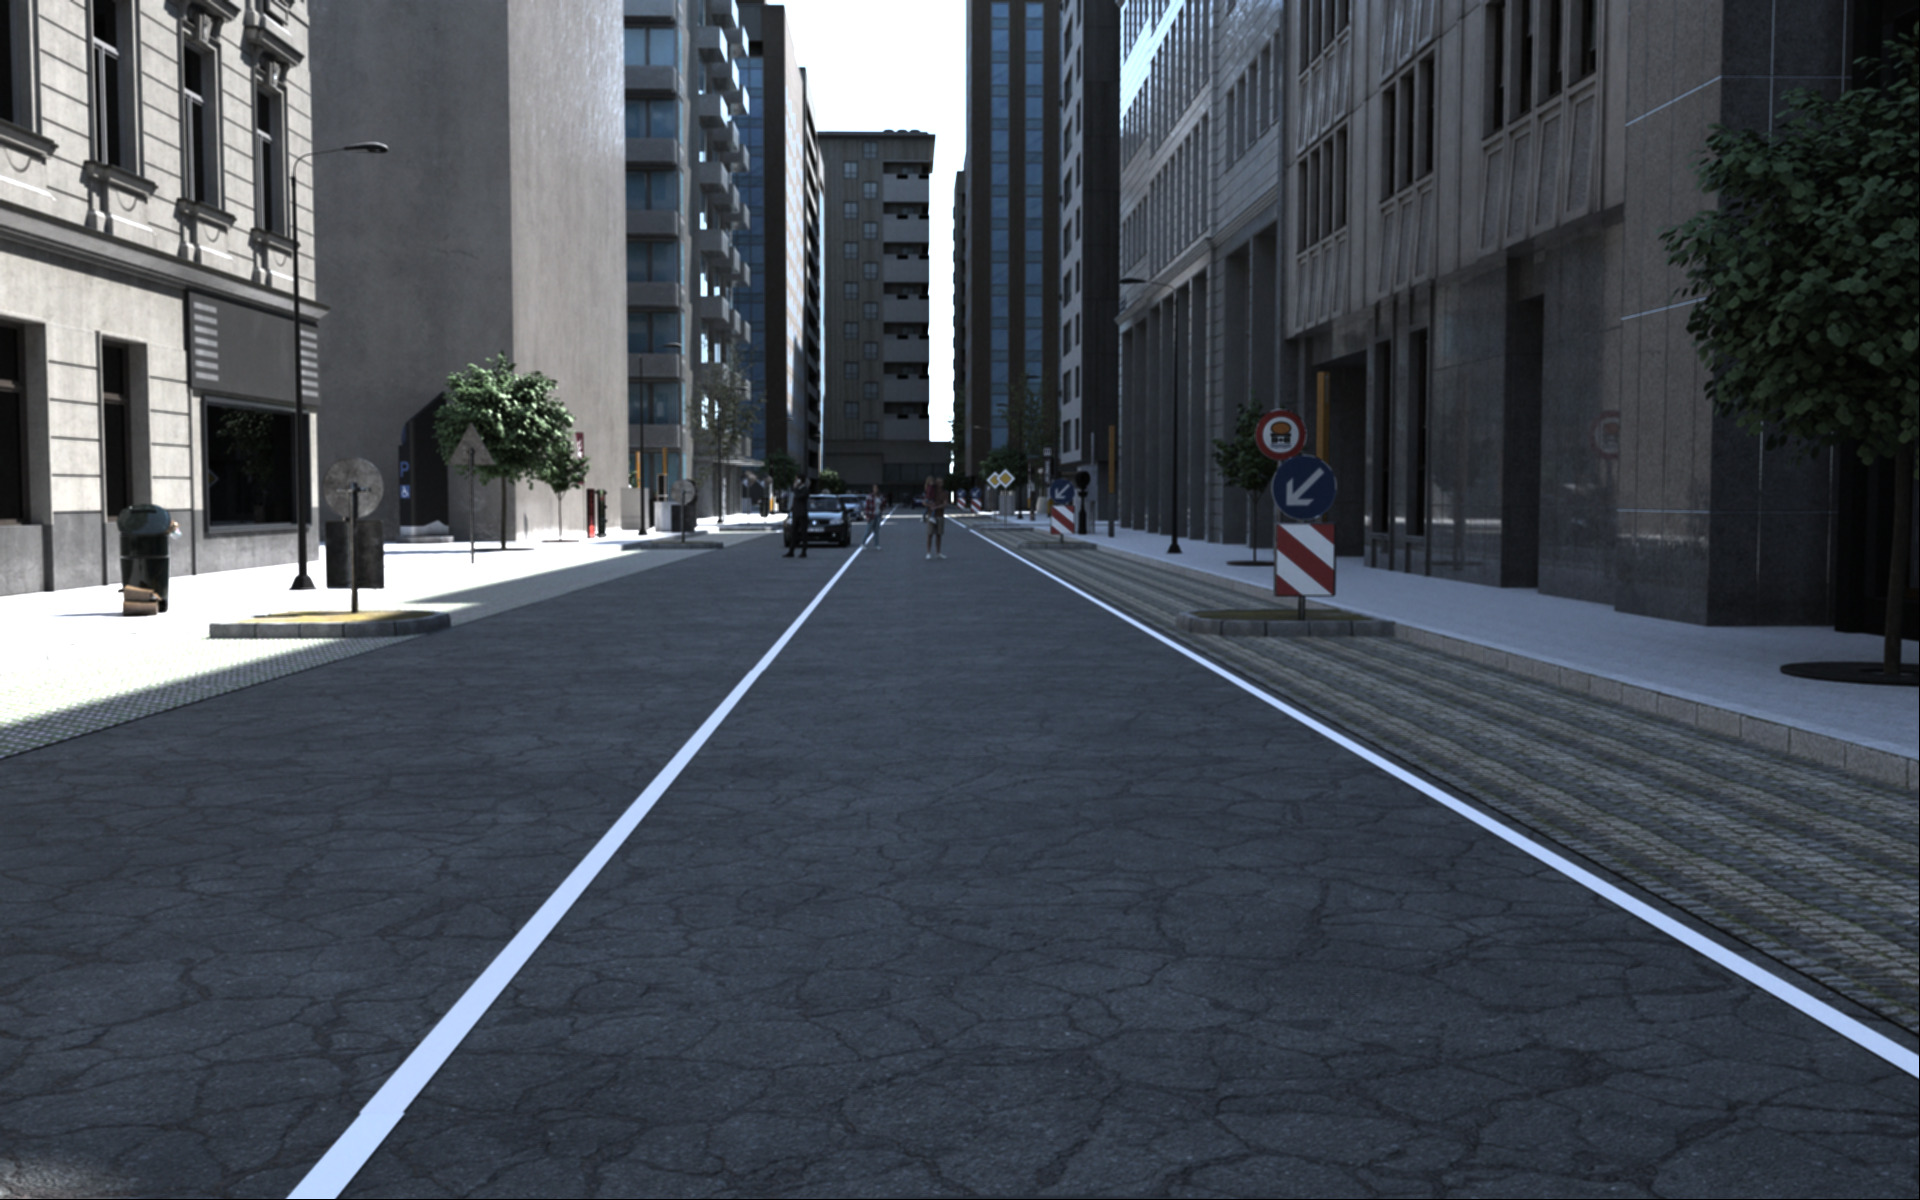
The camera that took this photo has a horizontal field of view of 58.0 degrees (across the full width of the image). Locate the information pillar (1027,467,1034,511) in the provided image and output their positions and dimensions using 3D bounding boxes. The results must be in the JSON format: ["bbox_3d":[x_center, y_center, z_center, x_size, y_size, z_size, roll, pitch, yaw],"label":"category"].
[{"bbox_3d":[5.339,-8.525,130.738,0.504,3.616,0.183,-1,4,-13],"label":"information pillar"}]

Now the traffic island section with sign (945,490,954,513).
[{"bbox_3d":[-0.036,-7.309,128.129,1.989,1.847,2.006,0,4,-2],"label":"traffic island section with sign"}]

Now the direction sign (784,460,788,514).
[{"bbox_3d":[-11.551,-7.472,114.170,0.379,3.537,0.876,0,4,3],"label":"direction sign"}]

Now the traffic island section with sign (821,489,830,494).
[{"bbox_3d":[-9.782,-7.250,127.169,1.989,1.847,2.006,0,4,-2],"label":"traffic island section with sign"}]

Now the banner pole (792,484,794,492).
[{"bbox_3d":[-14.269,-9.694,148.512,0.401,3.779,0.863,-2,4,-29],"label":"banner pole"}]

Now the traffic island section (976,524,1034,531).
[{"bbox_3d":[1.805,-2.793,67.947,2.009,0.180,2.903,0,4,-2],"label":"traffic island section"}]

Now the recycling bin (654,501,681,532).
[{"bbox_3d":[-9.895,-2.819,58.646,0.722,1.027,0.722,-2,4,-29],"label":"recycling bin"}]

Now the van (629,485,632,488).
[{"bbox_3d":[-15.345,-3.905,70.857,4.112,2.044,2.013,0,4,-3],"label":"van"}]

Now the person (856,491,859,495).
[{"bbox_3d":[-9.435,-9.267,160.739,0.721,1.735,1.217,2,4,30],"label":"person"}]

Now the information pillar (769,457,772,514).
[{"bbox_3d":[-12.041,-7.291,110.567,0.183,3.616,0.504,1,4,12],"label":"information pillar"}]

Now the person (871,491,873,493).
[{"bbox_3d":[-11.582,-13.370,227.089,0.705,1.826,1.348,0,4,-1],"label":"person"}]

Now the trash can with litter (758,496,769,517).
[{"bbox_3d":[-10.870,-5.155,95.667,0.624,1.170,1.055,0,4,-6],"label":"trash can with litter"}]

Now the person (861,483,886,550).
[{"bbox_3d":[-2.228,-2.162,44.680,0.563,1.720,0.643,-3,5,-41],"label":"person"}]

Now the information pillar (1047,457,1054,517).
[{"bbox_3d":[5.051,-6.413,96.213,0.504,3.616,0.183,-3,5,-44],"label":"information pillar"}]

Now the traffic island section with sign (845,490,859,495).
[{"bbox_3d":[-11.331,-10.326,177.451,1.989,1.847,2.006,0,4,-2],"label":"traffic island section with sign"}]

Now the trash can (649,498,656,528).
[{"bbox_3d":[-11.809,-3.274,65.180,0.748,1.137,0.748,0,3,0],"label":"trash can"}]

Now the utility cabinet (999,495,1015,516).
[{"bbox_3d":[2.754,-5.536,101.677,1.020,1.237,0.306,3,5,43],"label":"utility cabinet"}]

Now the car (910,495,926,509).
[{"bbox_3d":[-3.822,-9.426,166.700,1.945,1.354,3.894,0,4,-3],"label":"car"}]

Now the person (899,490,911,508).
[{"bbox_3d":[-5.673,-10.415,178.865,1.350,1.814,0.705,0,4,-1],"label":"person"}]

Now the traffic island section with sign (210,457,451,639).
[{"bbox_3d":[-6.438,-0.575,18.026,1.989,1.847,2.006,0,4,-2],"label":"traffic island section with sign"}]

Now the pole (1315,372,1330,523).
[{"bbox_3d":[6.067,-2.150,28.989,0.158,3.312,0.155,0,3,0],"label":"pole"}]

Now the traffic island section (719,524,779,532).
[{"bbox_3d":[-8.282,-2.774,67.643,2.009,0.180,2.903,0,4,-2],"label":"traffic island section"}]

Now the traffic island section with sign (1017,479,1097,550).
[{"bbox_3d":[2.501,-2.245,45.337,1.989,1.847,2.006,0,4,-2],"label":"traffic island section with sign"}]

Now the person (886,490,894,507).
[{"bbox_3d":[-7.700,-11.160,190.930,1.348,1.831,0.705,3,5,39],"label":"person"}]

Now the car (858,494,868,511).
[{"bbox_3d":[-7.182,-7.126,128.520,2.014,1.417,4.499,0,4,0],"label":"car"}]

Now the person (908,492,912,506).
[{"bbox_3d":[-6.018,-12.169,208.259,0.742,1.727,0.445,2,4,27],"label":"person"}]

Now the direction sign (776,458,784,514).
[{"bbox_3d":[-11.587,-7.252,110.568,0.379,3.537,0.876,0,4,-8],"label":"direction sign"}]

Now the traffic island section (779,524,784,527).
[{"bbox_3d":[-8.527,-3.263,75.624,2.009,0.180,2.903,0,4,-2],"label":"traffic island section"}]

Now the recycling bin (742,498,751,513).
[{"bbox_3d":[-14.378,-6.281,115.254,0.722,1.027,0.722,-3,5,-41],"label":"recycling bin"}]

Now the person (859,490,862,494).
[{"bbox_3d":[-10.048,-10.106,173.672,0.705,1.831,1.348,2,4,27],"label":"person"}]

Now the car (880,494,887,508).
[{"bbox_3d":[-8.618,-10.482,180.423,2.155,1.783,4.494,0,4,-1],"label":"car"}]

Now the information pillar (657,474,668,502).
[{"bbox_3d":[-10.921,-3.615,63.591,0.304,2.012,0.304,0,4,5],"label":"information pillar"}]

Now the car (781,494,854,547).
[{"bbox_3d":[-3.931,-2.340,48.044,2.009,1.686,4.222,0,4,-2],"label":"car"}]

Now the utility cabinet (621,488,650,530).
[{"bbox_3d":[-11.366,-3.176,60.612,1.173,1.500,0.318,3,5,39],"label":"utility cabinet"}]

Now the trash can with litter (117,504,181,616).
[{"bbox_3d":[-8.705,-0.440,18.589,0.624,1.170,1.055,-1,4,-23],"label":"trash can with litter"}]

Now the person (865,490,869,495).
[{"bbox_3d":[-8.906,-9.629,166.077,1.348,1.807,0.705,-2,4,-27],"label":"person"}]

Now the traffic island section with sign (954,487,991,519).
[{"bbox_3d":[0.795,-5.648,100.972,1.989,1.847,2.006,0,4,-2],"label":"traffic island section with sign"}]

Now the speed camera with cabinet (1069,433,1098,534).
[{"bbox_3d":[4.009,-3.801,56.488,0.660,3.252,2.038,0,4,-7],"label":"speed camera with cabinet"}]

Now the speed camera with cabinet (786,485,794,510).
[{"bbox_3d":[-13.105,-8.484,133.044,0.660,3.252,2.038,1,4,19],"label":"speed camera with cabinet"}]

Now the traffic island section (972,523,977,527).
[{"bbox_3d":[1.560,-3.281,75.928,2.009,0.180,2.903,0,4,-2],"label":"traffic island section"}]

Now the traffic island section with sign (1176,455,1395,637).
[{"bbox_3d":[3.338,-0.587,18.221,1.989,1.847,2.006,0,4,-2],"label":"traffic island section with sign"}]

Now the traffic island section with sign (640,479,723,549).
[{"bbox_3d":[-7.276,-2.258,45.552,1.989,1.847,2.006,0,4,-2],"label":"traffic island section with sign"}]

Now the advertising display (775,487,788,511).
[{"bbox_3d":[-13.247,-7.546,128.596,0.974,1.923,0.123,1,4,17],"label":"advertising display"}]

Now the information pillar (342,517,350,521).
[{"bbox_3d":[-14.854,-2.301,42.107,0.304,2.012,0.304,-2,4,-24],"label":"information pillar"}]

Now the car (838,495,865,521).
[{"bbox_3d":[-6.110,-4.963,93.148,2.014,1.417,4.499,0,4,0],"label":"car"}]

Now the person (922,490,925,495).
[{"bbox_3d":[-4.056,-10.862,185.955,0.599,1.838,0.709,0,4,1],"label":"person"}]

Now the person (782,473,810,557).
[{"bbox_3d":[-3.685,-1.923,39.298,0.474,1.900,0.648,-3,5,-42],"label":"person"}]

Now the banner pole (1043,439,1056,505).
[{"bbox_3d":[4.096,-5.413,78.527,0.863,3.779,0.401,2,4,34],"label":"banner pole"}]

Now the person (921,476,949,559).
[{"bbox_3d":[-0.580,-1.830,38.401,0.573,1.828,0.580,2,4,34],"label":"person"}]

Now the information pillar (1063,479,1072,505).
[{"bbox_3d":[5.162,-4.823,83.342,0.304,2.012,0.304,-3,4,-37],"label":"information pillar"}]

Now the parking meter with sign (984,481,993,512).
[{"bbox_3d":[1.976,-7.704,122.224,0.543,3.016,1.738,-1,4,-12],"label":"parking meter with sign"}]

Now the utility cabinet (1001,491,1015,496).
[{"bbox_3d":[3.266,-6.664,117.643,0.318,1.500,1.173,-3,5,-39],"label":"utility cabinet"}]
